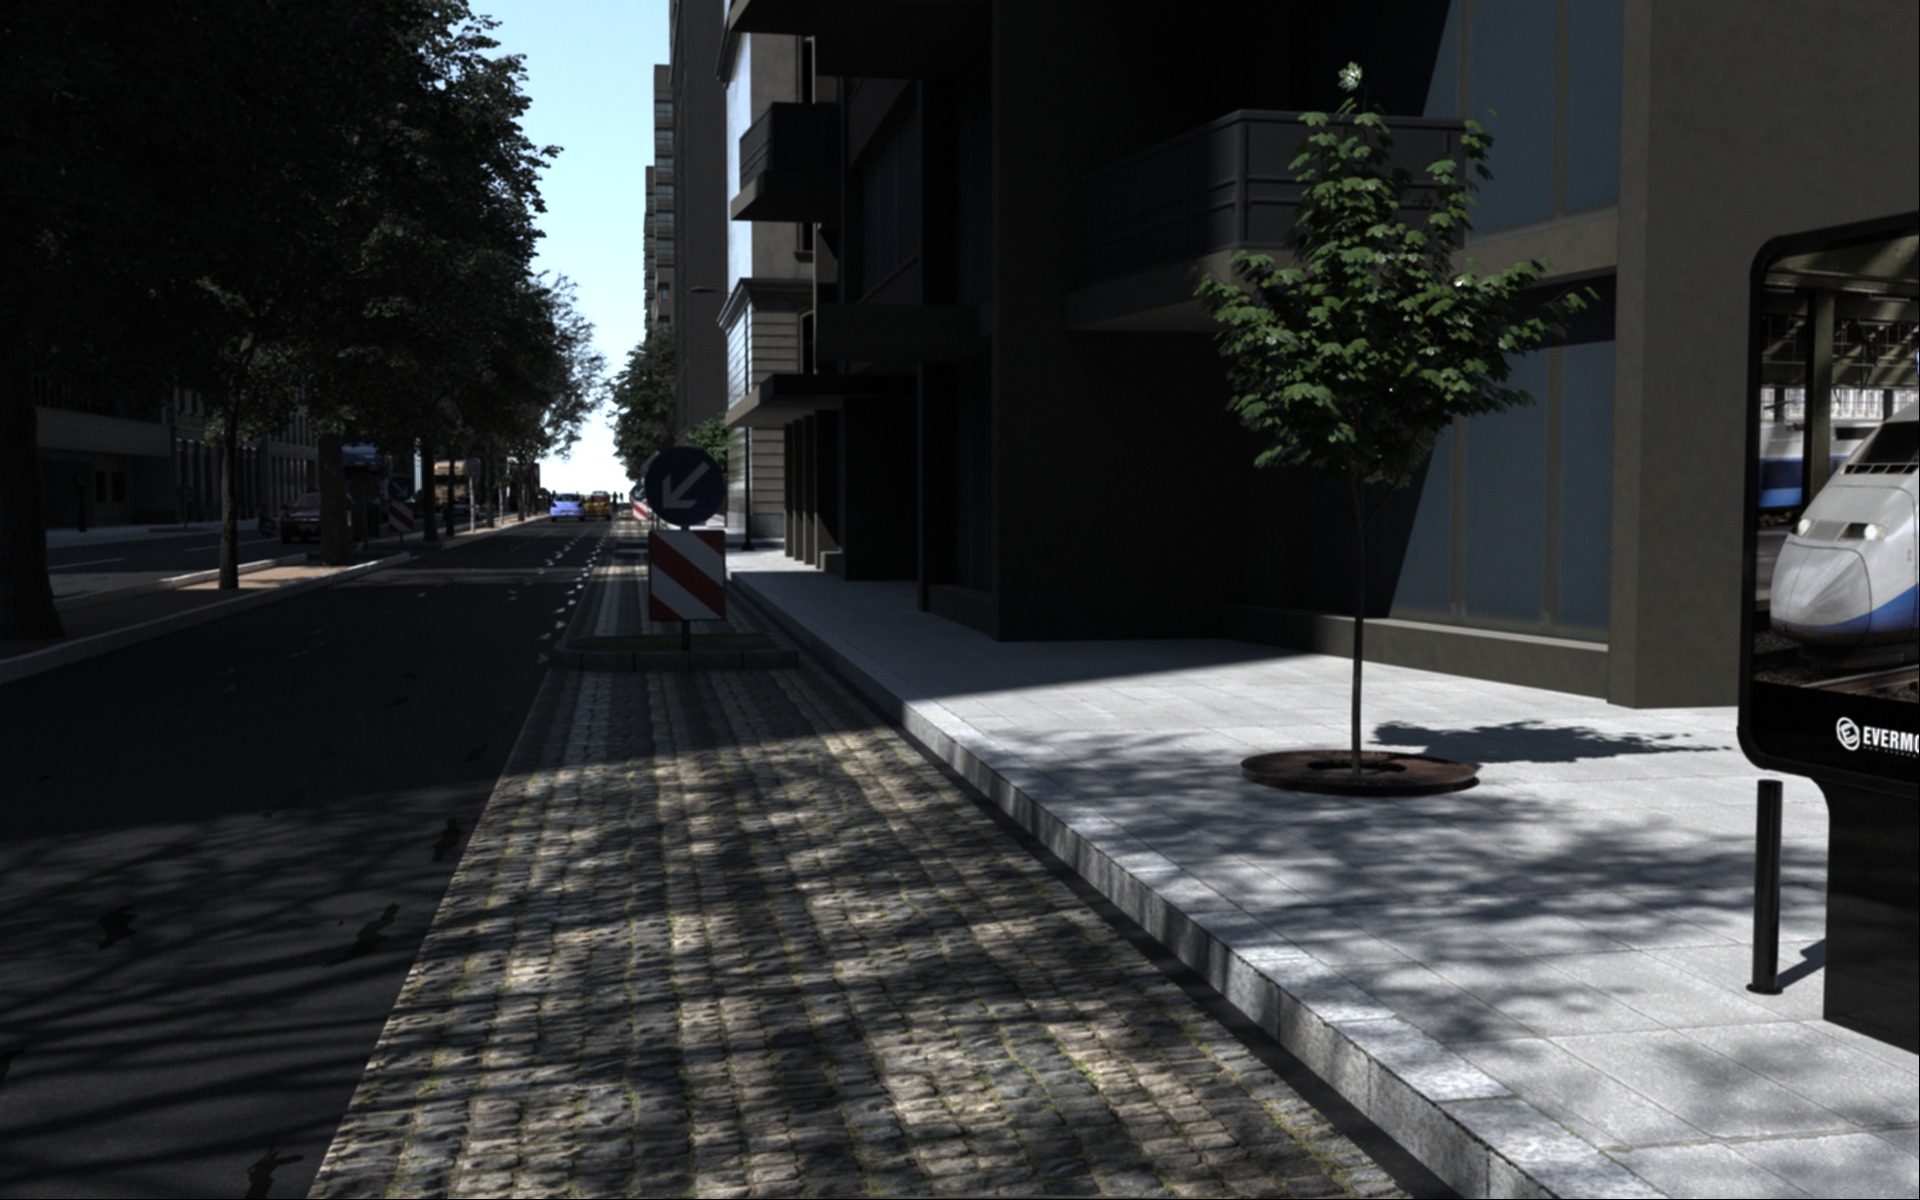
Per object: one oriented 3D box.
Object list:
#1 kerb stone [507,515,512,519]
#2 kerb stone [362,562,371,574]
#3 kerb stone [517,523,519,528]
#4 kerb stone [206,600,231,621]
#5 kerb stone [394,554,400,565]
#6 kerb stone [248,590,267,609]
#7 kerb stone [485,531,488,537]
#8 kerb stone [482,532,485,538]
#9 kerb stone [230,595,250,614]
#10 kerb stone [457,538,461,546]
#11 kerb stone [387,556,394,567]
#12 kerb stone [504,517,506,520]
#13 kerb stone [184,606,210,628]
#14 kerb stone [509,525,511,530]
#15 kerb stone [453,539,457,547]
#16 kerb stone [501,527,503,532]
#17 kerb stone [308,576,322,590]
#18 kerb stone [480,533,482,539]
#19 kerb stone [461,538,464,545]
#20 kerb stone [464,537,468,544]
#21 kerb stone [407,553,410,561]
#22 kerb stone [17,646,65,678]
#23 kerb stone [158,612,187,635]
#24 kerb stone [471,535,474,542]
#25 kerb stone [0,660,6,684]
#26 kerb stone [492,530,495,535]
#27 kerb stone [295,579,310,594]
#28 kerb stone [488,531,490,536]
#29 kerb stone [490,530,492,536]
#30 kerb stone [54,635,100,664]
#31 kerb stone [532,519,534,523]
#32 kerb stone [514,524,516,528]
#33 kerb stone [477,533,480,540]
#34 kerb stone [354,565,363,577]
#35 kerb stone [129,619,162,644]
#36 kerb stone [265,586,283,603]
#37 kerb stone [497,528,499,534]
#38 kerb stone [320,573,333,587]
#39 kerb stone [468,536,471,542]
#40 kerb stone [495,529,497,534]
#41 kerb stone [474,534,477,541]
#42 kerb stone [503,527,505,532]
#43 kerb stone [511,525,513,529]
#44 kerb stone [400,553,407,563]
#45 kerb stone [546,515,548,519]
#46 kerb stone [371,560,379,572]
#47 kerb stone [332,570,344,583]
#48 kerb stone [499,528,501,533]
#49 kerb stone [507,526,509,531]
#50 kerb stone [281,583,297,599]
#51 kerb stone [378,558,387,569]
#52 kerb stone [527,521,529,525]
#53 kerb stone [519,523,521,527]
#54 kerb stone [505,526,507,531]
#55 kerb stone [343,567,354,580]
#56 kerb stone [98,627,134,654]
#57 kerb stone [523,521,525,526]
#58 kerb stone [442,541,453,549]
[{"bbox_3d":[-26.033,-4.739,99.671,0.120,0.150,1.000,-1,4,-11],"label":"kerb stone"},{"bbox_3d":[-10.743,-0.542,31.061,0.120,0.150,1.000,-1,4,-11],"label":"kerb stone"},{"bbox_3d":[-18.756,-3.099,72.867,0.120,0.150,1.000,-1,4,-11],"label":"kerb stone"},{"bbox_3d":[-8.624,0.135,19.993,0.120,0.150,1.000,-1,4,-11],"label":"kerb stone"},{"bbox_3d":[-11.519,-0.789,35.093,0.120,0.150,1.000,-1,4,-11],"label":"kerb stone"},{"bbox_3d":[-9.007,0.012,22.007,0.120,0.150,1.000,-1,4,-11],"label":"kerb stone"},{"bbox_3d":[-15.664,-2.113,56.745,0.120,0.150,1.000,-1,4,-11],"label":"kerb stone"},{"bbox_3d":[-15.475,-2.048,55.737,0.120,0.150,1.000,-1,4,-11],"label":"kerb stone"},{"bbox_3d":[-8.808,0.073,21.004,0.120,0.150,1.000,-1,4,-11],"label":"kerb stone"},{"bbox_3d":[-13.923,-1.557,47.689,0.120,0.150,1.000,-1,4,-11],"label":"kerb stone"},{"bbox_3d":[-11.321,-0.727,34.090,0.120,0.150,1.000,-1,4,-11],"label":"kerb stone"},{"bbox_3d":[-25.065,-4.431,94.643,0.120,0.150,1.000,-1,4,-11],"label":"kerb stone"},{"bbox_3d":[-8.428,0.197,18.976,0.120,0.150,1.000,-1,4,-11],"label":"kerb stone"},{"bbox_3d":[-17.792,-2.792,67.843,0.120,0.150,1.000,-1,4,-11],"label":"kerb stone"},{"bbox_3d":[-13.732,-1.496,46.679,0.120,0.150,1.000,-1,4,-11],"label":"kerb stone"},{"bbox_3d":[-17.023,-2.543,63.822,0.120,0.150,1.000,-1,4,-11],"label":"kerb stone"},{"bbox_3d":[-9.776,-0.234,26.025,0.120,0.150,1.000,-1,4,-11],"label":"kerb stone"},{"bbox_3d":[-15.280,-1.986,54.734,0.120,0.150,1.000,-1,4,-11],"label":"kerb stone"},{"bbox_3d":[-14.122,-1.621,48.698,0.120,0.150,1.000,-1,4,-11],"label":"kerb stone"},{"bbox_3d":[-14.312,-1.681,49.703,0.120,0.150,1.000,-1,4,-11],"label":"kerb stone"},{"bbox_3d":[-11.905,-0.912,37.100,0.120,0.150,1.000,-1,4,-11],"label":"kerb stone"},{"bbox_3d":[-7.460,0.511,13.952,0.120,0.150,1.000,-1,4,-11],"label":"kerb stone"},{"bbox_3d":[-8.234,0.261,17.968,0.120,0.150,1.000,-1,4,-11],"label":"kerb stone"},{"bbox_3d":[-14.699,-1.802,51.710,0.120,0.150,1.000,-1,4,-11],"label":"kerb stone"},{"bbox_3d":[-7.276,0.566,12.947,0.120,0.150,1.000,-1,4,-11],"label":"kerb stone"},{"bbox_3d":[-16.246,-2.296,59.775,0.120,0.150,1.000,-1,4,-11],"label":"kerb stone"},{"bbox_3d":[-9.581,-0.167,25.020,0.120,0.150,1.000,-1,4,-11],"label":"kerb stone"},{"bbox_3d":[-15.865,-2.175,57.754,0.120,0.150,1.000,-1,4,-11],"label":"kerb stone"},{"bbox_3d":[-16.051,-2.237,58.765,0.120,0.150,1.000,-1,4,-11],"label":"kerb stone"},{"bbox_3d":[-7.662,0.443,14.954,0.120,0.150,1.000,-1,4,-11],"label":"kerb stone"},{"bbox_3d":[-20.877,-3.771,83.951,0.120,0.150,1.000,-1,4,-11],"label":"kerb stone"},{"bbox_3d":[-18.373,-2.976,70.859,0.120,0.150,1.000,-1,4,-11],"label":"kerb stone"},{"bbox_3d":[-15.084,-1.928,53.725,0.120,0.150,1.000,-1,4,-11],"label":"kerb stone"},{"bbox_3d":[-10.549,-0.481,30.057,0.120,0.150,1.000,-1,4,-11],"label":"kerb stone"},{"bbox_3d":[-8.037,0.325,16.965,0.120,0.150,1.000,-1,4,-11],"label":"kerb stone"},{"bbox_3d":[-9.196,-0.050,23.012,0.120,0.150,1.000,-1,4,-11],"label":"kerb stone"},{"bbox_3d":[-16.628,-2.419,61.794,0.120,0.150,1.000,-1,4,-11],"label":"kerb stone"},{"bbox_3d":[-9.978,-0.296,27.034,0.120,0.150,1.000,-1,4,-11],"label":"kerb stone"},{"bbox_3d":[-14.507,-1.744,50.706,0.120,0.150,1.000,-1,4,-11],"label":"kerb stone"},{"bbox_3d":[-16.439,-2.359,60.788,0.120,0.150,1.000,-1,4,-11],"label":"kerb stone"},{"bbox_3d":[-14.891,-1.863,52.715,0.120,0.150,1.000,-1,4,-11],"label":"kerb stone"},{"bbox_3d":[-17.214,-2.608,64.829,0.120,0.150,1.000,-1,4,-11],"label":"kerb stone"},{"bbox_3d":[-17.981,-2.854,68.853,0.120,0.150,1.000,-1,4,-11],"label":"kerb stone"},{"bbox_3d":[-11.707,-0.850,36.097,0.120,0.150,1.000,-1,4,-11],"label":"kerb stone"},{"bbox_3d":[-23.580,-4.640,98.057,0.120,0.150,1.000,-1,4,-11],"label":"kerb stone"},{"bbox_3d":[-10.935,-0.596,32.078,0.120,0.150,1.000,-1,4,-11],"label":"kerb stone"},{"bbox_3d":[-10.166,-0.355,28.049,0.120,0.150,1.000,-1,4,-11],"label":"kerb stone"},{"bbox_3d":[-16.828,-2.479,62.810,0.120,0.150,1.000,-1,4,-11],"label":"kerb stone"},{"bbox_3d":[-17.598,-2.731,66.840,0.120,0.150,1.000,-1,4,-11],"label":"kerb stone"},{"bbox_3d":[-9.392,-0.110,24.016,0.120,0.150,1.000,-1,4,-11],"label":"kerb stone"},{"bbox_3d":[-11.130,-0.666,33.081,0.120,0.150,1.000,-1,4,-11],"label":"kerb stone"},{"bbox_3d":[-20.112,-3.526,79.919,0.120,0.150,1.000,-1,4,-11],"label":"kerb stone"},{"bbox_3d":[-18.945,-3.160,73.881,0.120,0.150,1.000,-1,4,-11],"label":"kerb stone"},{"bbox_3d":[-17.404,-2.665,65.834,0.120,0.150,1.000,-1,4,-11],"label":"kerb stone"},{"bbox_3d":[-10.354,-0.419,29.054,0.120,0.150,1.000,-1,4,-11],"label":"kerb stone"},{"bbox_3d":[-7.845,0.382,15.960,0.120,0.150,1.000,-1,4,-11],"label":"kerb stone"},{"bbox_3d":[-19.526,-3.346,76.907,0.120,0.150,1.000,-1,4,-11],"label":"kerb stone"},{"bbox_3d":[-13.547,-1.436,45.674,0.120,0.150,1.000,-1,4,-11],"label":"kerb stone"}]
